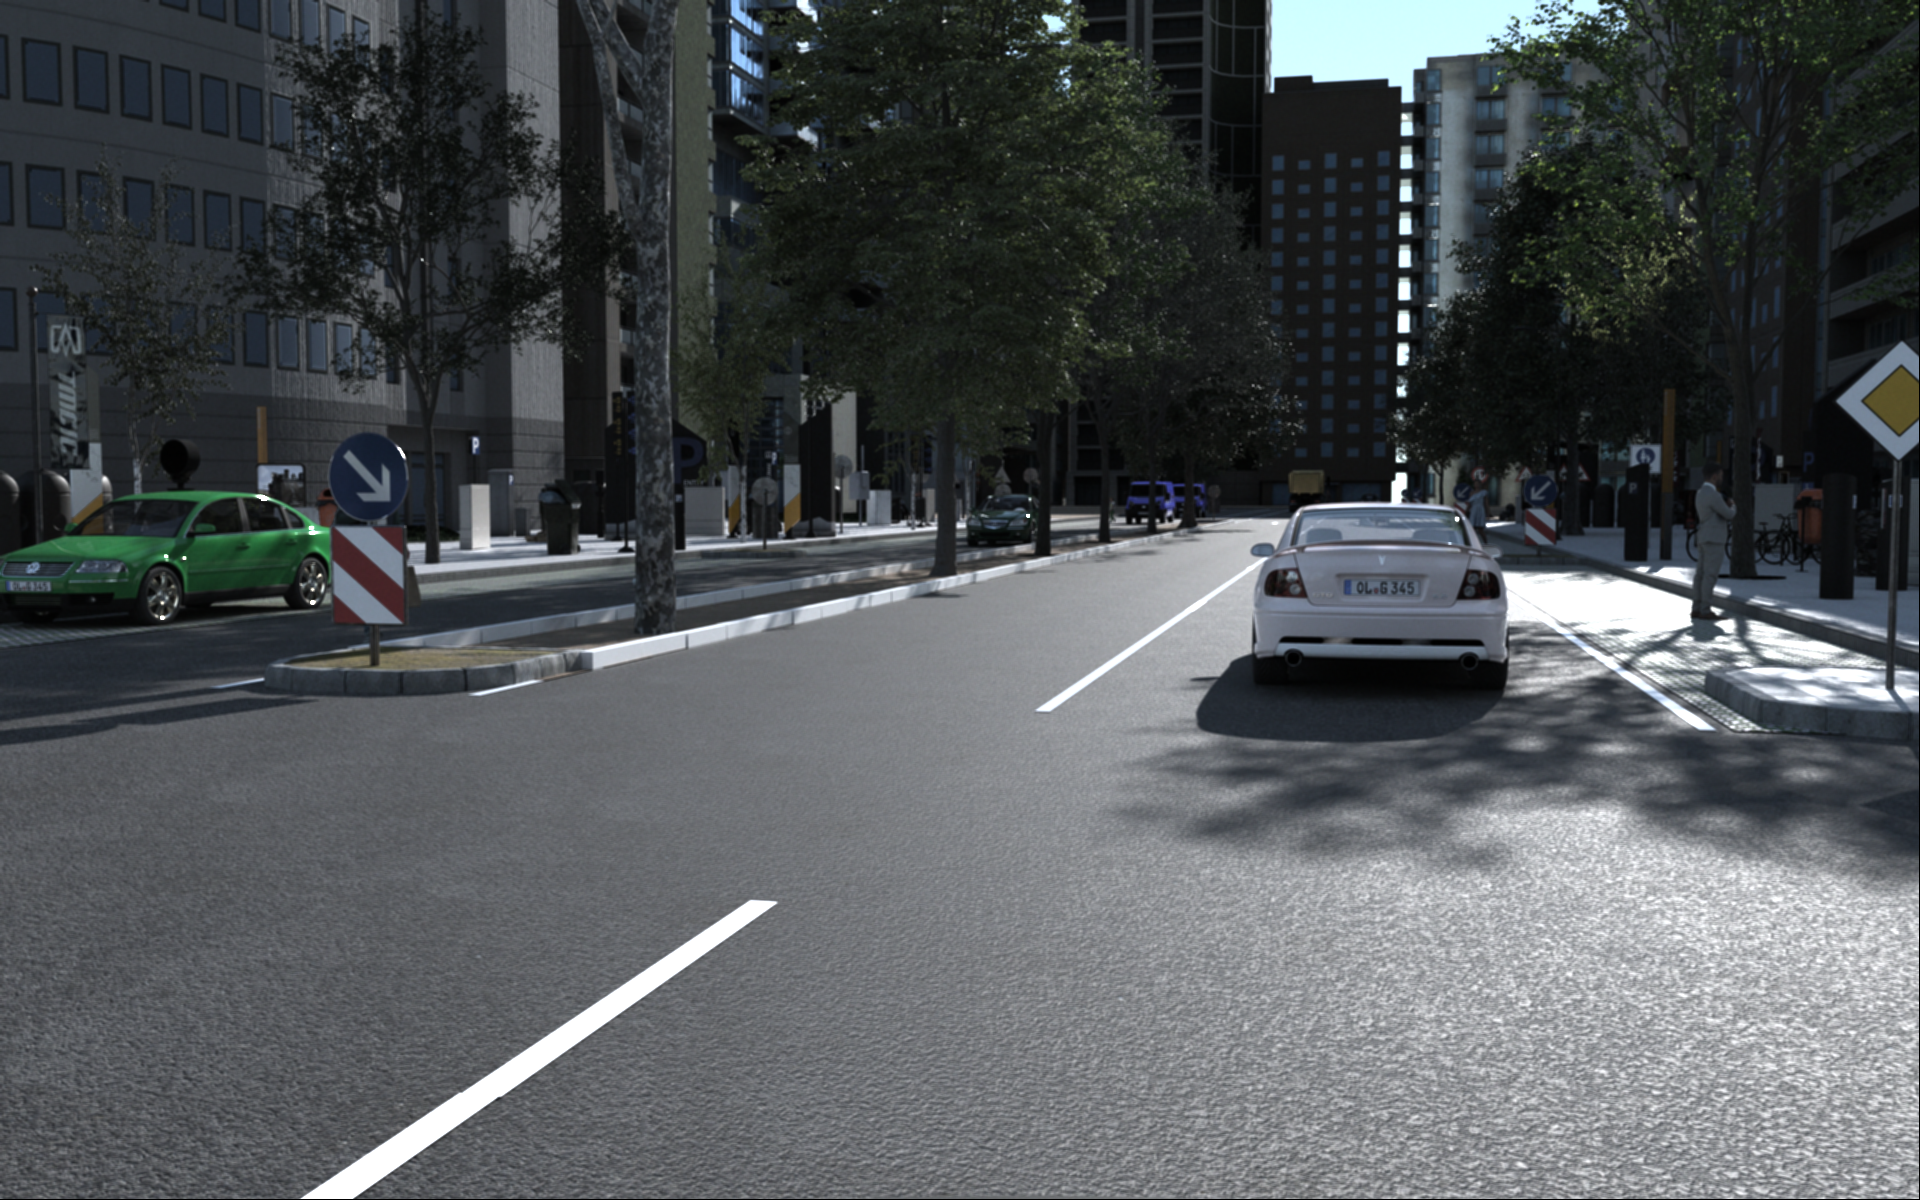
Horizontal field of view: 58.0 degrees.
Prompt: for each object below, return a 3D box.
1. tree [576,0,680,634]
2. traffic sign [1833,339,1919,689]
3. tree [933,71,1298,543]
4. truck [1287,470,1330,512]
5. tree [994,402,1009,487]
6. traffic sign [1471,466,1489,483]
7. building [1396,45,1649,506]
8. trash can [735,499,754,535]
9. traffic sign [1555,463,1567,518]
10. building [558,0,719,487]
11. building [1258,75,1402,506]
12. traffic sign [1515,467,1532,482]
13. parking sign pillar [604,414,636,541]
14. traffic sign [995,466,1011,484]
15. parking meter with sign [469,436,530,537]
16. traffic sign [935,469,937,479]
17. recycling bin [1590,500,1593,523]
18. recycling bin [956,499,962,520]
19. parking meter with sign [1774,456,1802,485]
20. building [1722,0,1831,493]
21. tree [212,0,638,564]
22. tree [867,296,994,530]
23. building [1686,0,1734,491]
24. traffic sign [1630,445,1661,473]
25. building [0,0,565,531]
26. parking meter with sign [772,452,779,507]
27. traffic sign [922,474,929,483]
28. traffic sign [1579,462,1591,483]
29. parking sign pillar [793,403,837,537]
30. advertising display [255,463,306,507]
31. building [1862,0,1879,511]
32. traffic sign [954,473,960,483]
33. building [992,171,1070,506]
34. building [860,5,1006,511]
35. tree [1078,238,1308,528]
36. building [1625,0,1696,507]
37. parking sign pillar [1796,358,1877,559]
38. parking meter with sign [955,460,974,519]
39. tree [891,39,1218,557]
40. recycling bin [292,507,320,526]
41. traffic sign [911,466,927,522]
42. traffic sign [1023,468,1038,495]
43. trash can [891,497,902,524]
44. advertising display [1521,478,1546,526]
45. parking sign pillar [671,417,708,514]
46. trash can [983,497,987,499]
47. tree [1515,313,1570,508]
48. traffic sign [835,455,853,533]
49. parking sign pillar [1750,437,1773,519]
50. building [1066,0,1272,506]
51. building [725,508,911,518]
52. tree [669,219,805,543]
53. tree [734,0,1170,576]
[{"bbox_3d":[-4.121,-9.782,18.282,12.611,20.169,13.585,0,3,0],"label":"tree"},{"bbox_3d":[6.116,-0.470,11.333,0.795,2.450,0.064,1,4,13],"label":"traffic sign"},{"bbox_3d":[4.238,-8.405,50.242,12.009,13.543,11.850,0,3,0],"label":"tree"},{"bbox_3d":[28.022,-8.799,139.779,3.469,3.379,9.791,1,4,13],"label":"truck"},{"bbox_3d":[0.352,-7.648,75.403,4.737,8.622,4.395,0,3,0],"label":"tree"},{"bbox_3d":[23.900,-4.867,79.685,0.768,2.556,0.104,1,4,17],"label":"traffic sign"},{"bbox_3d":[62.865,-34.702,186.986,30.456,49.044,23.786,1,4,13],"label":"building"},{"bbox_3d":[-6.829,-2.627,54.611,0.748,1.137,0.748,0,3,0],"label":"trash can"},{"bbox_3d":[25.139,-4.414,72.169,0.884,2.594,0.081,1,4,17],"label":"traffic sign"},{"bbox_3d":[-20.388,-24.247,80.034,14.154,41.232,14.086,1,4,13],"label":"building"},{"bbox_3d":[40.205,-32.911,188.197,14.200,45.320,14.600,1,4,13],"label":"building"},{"bbox_3d":[23.918,-4.477,73.209,0.884,2.594,0.081,1,4,18],"label":"traffic sign"},{"bbox_3d":[-9.235,-3.666,48.410,1.447,3.967,1.447,0,4,1],"label":"parking sign pillar"},{"bbox_3d":[1.907,-4.882,79.824,0.884,2.594,0.081,1,4,14],"label":"traffic sign"},{"bbox_3d":[-13.882,-3.431,52.362,1.738,3.016,0.543,1,4,9],"label":"parking meter with sign"},{"bbox_3d":[-0.828,-4.911,80.408,0.768,2.556,0.104,1,4,17],"label":"traffic sign"},{"bbox_3d":[27.188,-3.865,75.753,0.722,1.027,0.722,-2,4,-28],"label":"recycling bin"},{"bbox_3d":[-0.310,-4.455,85.389,0.722,1.027,0.722,1,4,8],"label":"recycling bin"},{"bbox_3d":[37.407,-4.978,77.655,0.543,3.016,1.738,-2,4,-30],"label":"parking meter with sign"},{"bbox_3d":[49.209,-26.934,90.487,14.600,45.320,14.200,1,4,13],"label":"building"},{"bbox_3d":[-9.677,-5.971,32.039,8.767,10.594,7.601,0,4,7],"label":"tree"},{"bbox_3d":[-1.647,-6.833,62.078,4.737,8.622,4.395,0,3,0],"label":"tree"},{"bbox_3d":[51.702,-25.745,104.525,14.154,41.232,14.086,1,4,13],"label":"building"},{"bbox_3d":[14.129,-2.057,35.755,0.606,2.300,0.079,1,4,18],"label":"traffic sign"},{"bbox_3d":[-28.060,-31.157,51.414,21.231,58.520,28.212,1,4,13],"label":"building"},{"bbox_3d":[-6.861,-4.607,71.581,1.738,3.016,0.543,-2,4,-30],"label":"parking meter with sign"},{"bbox_3d":[-1.817,-4.980,81.524,0.768,2.556,0.104,1,4,16],"label":"traffic sign"},{"bbox_3d":[25.328,-4.332,70.824,0.884,2.594,0.081,1,4,15],"label":"traffic sign"},{"bbox_3d":[-4.408,-3.872,51.786,1.447,3.967,1.447,1,4,13],"label":"parking sign pillar"},{"bbox_3d":[-14.188,-1.896,36.218,0.974,1.923,0.123,-1,4,-14],"label":"advertising display"},{"bbox_3d":[46.697,-26.933,64.058,21.300,48.544,21.600,1,4,13],"label":"building"},{"bbox_3d":[-0.437,-5.058,82.694,0.884,2.594,0.081,1,4,17],"label":"traffic sign"},{"bbox_3d":[2.091,-35.251,200.050,21.600,48.544,21.300,1,4,13],"label":"building"},{"bbox_3d":[-11.602,-33.781,141.562,27.495,52.752,28.713,1,4,13],"label":"building"},{"bbox_3d":[9.647,-9.366,72.602,9.611,12.733,9.660,0,3,0],"label":"tree"},{"bbox_3d":[63.719,-32.715,124.132,28.713,52.752,27.495,1,4,13],"label":"building"},{"bbox_3d":[17.512,-2.819,34.559,1.447,3.967,1.447,-1,4,-11],"label":"parking sign pillar"},{"bbox_3d":[-0.162,-5.693,89.349,1.738,3.016,0.543,-1,4,-20],"label":"parking meter with sign"},{"bbox_3d":[1.994,-6.805,39.479,9.928,11.665,9.643,0,3,0],"label":"tree"},{"bbox_3d":[-12.531,-1.249,32.974,0.722,1.027,0.722,2,4,34],"label":"recycling bin"},{"bbox_3d":[-1.912,-4.865,79.653,0.768,2.556,0.104,1,4,17],"label":"traffic sign"},{"bbox_3d":[3.414,-5.139,84.130,0.768,2.556,0.104,1,4,22],"label":"traffic sign"},{"bbox_3d":[-2.882,-3.875,75.011,0.748,1.137,0.748,0,3,0],"label":"trash can"},{"bbox_3d":[23.302,-3.984,70.350,0.974,1.923,0.123,0,4,-3],"label":"advertising display"},{"bbox_3d":[-9.338,-4.346,59.522,1.447,3.967,1.447,-1,4,-15],"label":"parking sign pillar"},{"bbox_3d":[1.478,-4.344,82.676,0.748,1.137,0.748,0,3,0],"label":"trash can"},{"bbox_3d":[22.020,-7.113,66.661,4.737,8.622,4.395,0,3,0],"label":"tree"},{"bbox_3d":[-3.893,-3.467,56.792,0.768,2.556,0.104,1,4,17],"label":"traffic sign"},{"bbox_3d":[32.193,-5.001,70.238,1.447,3.967,1.447,3,5,43],"label":"parking sign pillar"},{"bbox_3d":[23.857,-46.221,193.963,20.611,71.187,20.563,1,4,13],"label":"building"},{"bbox_3d":[-15.923,-48.654,108.166,22.319,86.520,31.000,1,4,13],"label":"building"},{"bbox_3d":[-5.921,-5.812,45.389,4.737,8.622,4.395,0,3,0],"label":"tree"},{"bbox_3d":[-0.264,-6.715,30.382,7.486,12.596,7.792,0,3,0],"label":"tree"}]
